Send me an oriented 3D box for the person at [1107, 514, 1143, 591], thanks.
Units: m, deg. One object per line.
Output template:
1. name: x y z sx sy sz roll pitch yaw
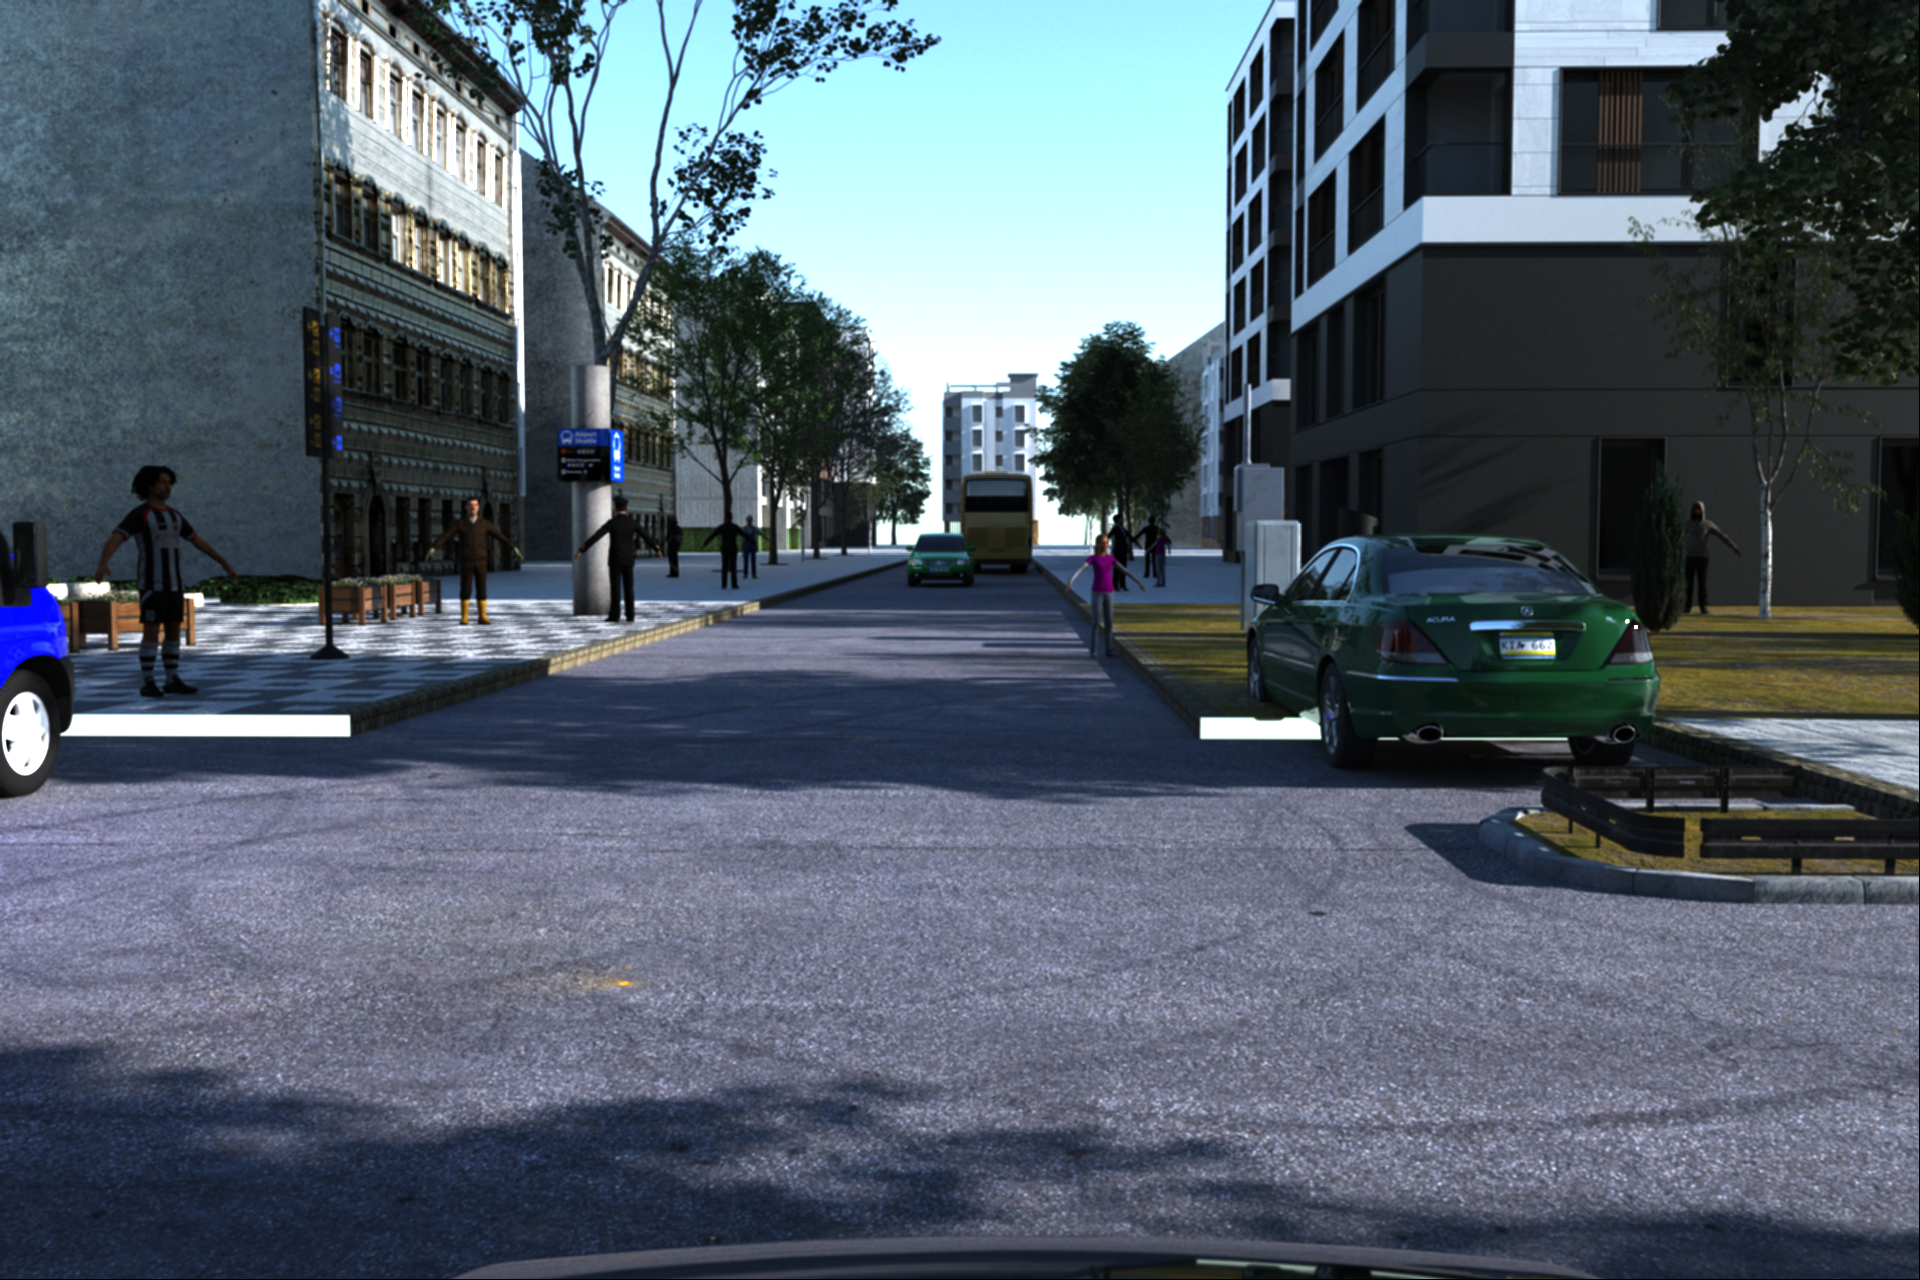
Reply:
1. person: 3.664 -1.973 38.984 1.216 1.740 0.721 -3 5 -43

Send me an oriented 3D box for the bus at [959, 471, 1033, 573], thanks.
1. bus: 1.344 -4.602 66.789 2.896 3.916 12.252 0 4 0

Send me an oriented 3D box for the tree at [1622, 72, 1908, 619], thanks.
1. tree: 12.267 -4.629 26.053 4.360 8.622 3.978 0 3 0

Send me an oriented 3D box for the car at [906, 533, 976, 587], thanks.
1. car: -0.514 -2.434 48.599 1.959 1.807 4.718 0 4 1

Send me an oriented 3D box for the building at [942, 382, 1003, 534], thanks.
1. building: -1.799 -21.396 208.702 11.380 20.090 16.016 1 4 8

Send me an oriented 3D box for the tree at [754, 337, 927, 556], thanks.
1. tree: -7.080 -11.805 103.386 12.009 13.543 11.850 0 3 0

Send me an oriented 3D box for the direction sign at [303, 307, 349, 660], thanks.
1. direction sign: -6.501 -1.576 17.759 0.379 3.537 0.876 0 4 2

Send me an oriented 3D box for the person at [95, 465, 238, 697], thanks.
1. person: -6.332 -0.466 13.755 0.704 1.843 1.345 1 4 23

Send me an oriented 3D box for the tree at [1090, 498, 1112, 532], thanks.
1. tree: 16.839 -15.455 203.051 4.360 8.622 3.978 0 3 0

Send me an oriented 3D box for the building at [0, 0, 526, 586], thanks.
1. building: -24.896 -13.493 51.541 19.493 23.208 18.063 0 4 1

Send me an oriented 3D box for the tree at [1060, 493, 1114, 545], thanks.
1. tree: 15.553 -16.831 209.592 7.601 10.594 8.767 0 4 6

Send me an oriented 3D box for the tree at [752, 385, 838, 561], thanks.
1. tree: -7.596 -7.985 80.913 4.737 8.622 4.395 0 3 0

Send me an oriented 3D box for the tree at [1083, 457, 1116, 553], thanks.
1. tree: 8.997 -10.248 117.922 4.737 8.622 4.395 0 3 0

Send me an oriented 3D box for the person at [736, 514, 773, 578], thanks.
1. person: -6.079 -2.706 50.099 1.347 1.847 0.705 -1 4 -12

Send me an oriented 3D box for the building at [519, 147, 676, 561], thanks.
1. building: -25.910 -15.902 90.919 19.493 23.208 18.063 0 4 1

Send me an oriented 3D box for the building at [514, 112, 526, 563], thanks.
1. building: -24.586 -12.674 63.638 16.016 20.090 11.380 0 4 2

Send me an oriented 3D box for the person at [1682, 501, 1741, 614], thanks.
1. person: 11.905 -1.338 28.008 1.348 1.813 0.705 2 4 30

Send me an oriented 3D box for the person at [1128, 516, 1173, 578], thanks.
1. person: 5.615 -2.737 50.932 1.347 1.806 0.705 0 4 -7

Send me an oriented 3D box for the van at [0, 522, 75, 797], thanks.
1. van: -6.065 -0.205 7.729 2.240 2.365 5.245 0 4 2

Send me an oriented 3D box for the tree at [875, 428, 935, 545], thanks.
1. tree: -7.776 -18.289 205.682 9.857 13.997 8.962 0 3 0

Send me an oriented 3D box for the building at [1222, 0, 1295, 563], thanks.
1. building: 26.190 -14.561 82.052 27.936 21.610 32.646 0 4 1

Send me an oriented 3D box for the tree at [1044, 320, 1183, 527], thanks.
1. tree: 8.216 -10.677 92.693 7.486 12.596 7.792 0 3 0

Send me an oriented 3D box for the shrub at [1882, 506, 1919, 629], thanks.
1. shrub: 12.431 -1.049 21.568 1.690 2.028 1.600 0 3 0

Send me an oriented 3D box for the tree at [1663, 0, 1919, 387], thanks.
1. tree: 9.030 -6.405 11.382 9.857 13.997 8.962 0 3 0

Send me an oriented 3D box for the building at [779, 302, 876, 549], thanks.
1. building: -23.094 -19.879 169.004 27.936 21.610 32.646 0 4 1

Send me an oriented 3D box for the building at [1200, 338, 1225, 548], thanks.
1. building: 28.482 -19.036 167.650 16.016 20.090 11.380 0 4 1

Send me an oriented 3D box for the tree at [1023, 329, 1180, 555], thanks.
1. tree: 8.862 -12.246 106.877 9.857 13.997 8.962 0 3 0

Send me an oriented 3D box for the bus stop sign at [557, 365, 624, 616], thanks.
1. bus stop sign: -5.817 -2.344 27.333 0.837 3.901 0.837 0 4 3

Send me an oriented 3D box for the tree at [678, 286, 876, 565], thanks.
1. tree: -7.585 -8.918 71.568 9.928 11.665 9.643 0 3 0

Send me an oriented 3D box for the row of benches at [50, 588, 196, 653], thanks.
1. row of benches: -10.067 -0.173 18.286 1.422 0.672 4.104 2 4 29

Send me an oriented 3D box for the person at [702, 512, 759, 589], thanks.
1. person: -5.411 -2.106 40.653 1.346 1.802 0.704 0 4 3

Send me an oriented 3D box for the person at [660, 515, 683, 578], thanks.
1. person: -8.494 -2.776 51.159 0.705 1.856 1.354 -2 4 -33

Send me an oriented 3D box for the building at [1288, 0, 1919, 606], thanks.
1. building: 22.474 -12.364 46.125 27.936 21.610 32.646 0 4 1

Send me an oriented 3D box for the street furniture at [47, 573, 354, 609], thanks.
1. street furniture: -14.650 -0.949 31.143 5.734 0.657 10.072 2 4 24

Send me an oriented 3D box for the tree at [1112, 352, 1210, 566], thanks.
1. tree: 8.314 -7.325 70.122 4.360 8.622 3.978 0 3 0

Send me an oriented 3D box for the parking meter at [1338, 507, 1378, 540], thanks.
1. parking meter: 3.791 -0.498 16.546 0.372 1.533 0.369 0 3 0

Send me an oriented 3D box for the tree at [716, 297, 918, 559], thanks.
1. tree: -7.258 -10.922 88.944 12.009 13.543 11.850 0 3 0

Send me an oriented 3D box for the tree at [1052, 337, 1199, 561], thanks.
1. tree: 7.831 -9.052 82.412 7.601 10.594 8.767 1 4 10

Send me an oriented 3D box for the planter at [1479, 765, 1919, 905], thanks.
1. planter: 3.409 0.823 7.689 1.991 0.319 1.994 0 4 2

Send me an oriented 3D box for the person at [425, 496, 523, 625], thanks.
1. person: -6.894 -1.126 24.540 1.346 1.812 0.704 -2 4 -25

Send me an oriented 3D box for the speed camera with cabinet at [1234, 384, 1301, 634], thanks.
1. speed camera with cabinet: 3.949 -1.707 22.252 0.660 3.252 2.038 0 4 2

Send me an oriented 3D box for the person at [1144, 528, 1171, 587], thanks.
1. person: 4.817 -2.007 42.075 0.599 1.433 0.991 3 5 44

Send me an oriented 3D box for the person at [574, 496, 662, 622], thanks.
1. person: -4.958 -1.184 25.299 1.347 1.837 0.705 -2 4 -31

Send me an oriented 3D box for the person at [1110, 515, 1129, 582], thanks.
1. person: 4.208 -2.441 46.104 0.705 1.806 1.347 -1 4 -10

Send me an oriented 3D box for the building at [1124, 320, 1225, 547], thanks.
1. building: 27.456 -21.534 183.005 19.493 23.208 18.063 0 4 1

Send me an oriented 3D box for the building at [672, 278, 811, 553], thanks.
1. building: -21.899 -16.458 135.539 16.747 18.905 31.486 0 4 2

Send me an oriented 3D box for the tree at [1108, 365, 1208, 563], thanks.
1. tree: 8.649 -7.646 75.378 4.737 8.622 4.395 0 3 0

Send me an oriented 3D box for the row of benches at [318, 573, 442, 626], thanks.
1. row of benches: -8.705 -0.651 26.101 1.422 0.672 4.104 0 4 -1

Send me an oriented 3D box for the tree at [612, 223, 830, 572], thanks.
1. tree: -8.000 -8.135 58.760 9.928 11.665 9.643 0 3 0

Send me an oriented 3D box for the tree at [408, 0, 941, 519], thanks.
1. tree: -7.197 -11.249 39.809 12.611 20.169 13.585 0 3 0

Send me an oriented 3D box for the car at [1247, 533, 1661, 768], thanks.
1. car: 3.180 -0.013 12.016 2.131 1.459 4.920 0 3 0

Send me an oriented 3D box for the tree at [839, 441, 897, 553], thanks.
1. tree: -5.963 -10.063 114.889 4.360 8.622 3.978 0 3 0

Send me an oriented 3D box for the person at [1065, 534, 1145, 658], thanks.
1. person: 1.668 -0.507 20.012 0.991 1.433 0.599 -1 4 -19
